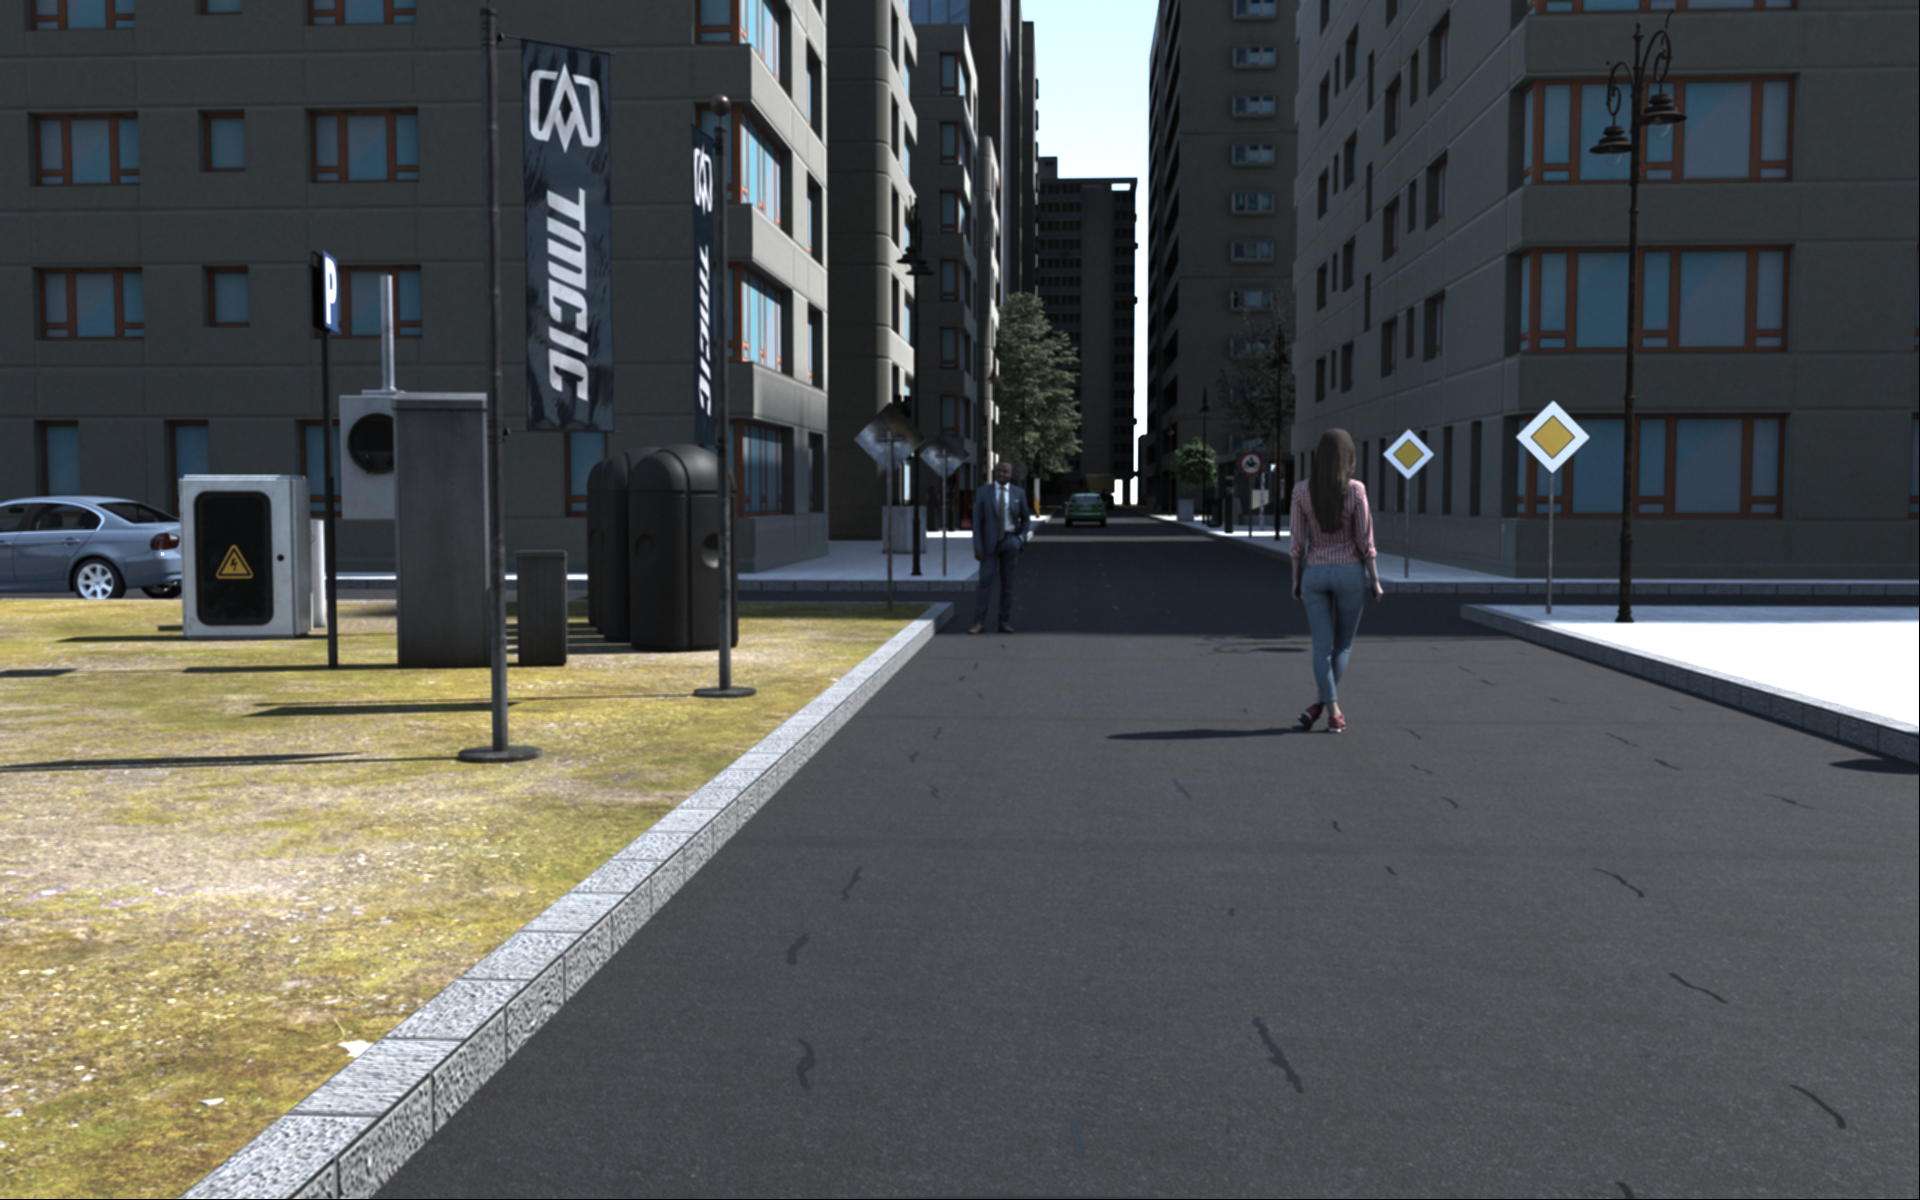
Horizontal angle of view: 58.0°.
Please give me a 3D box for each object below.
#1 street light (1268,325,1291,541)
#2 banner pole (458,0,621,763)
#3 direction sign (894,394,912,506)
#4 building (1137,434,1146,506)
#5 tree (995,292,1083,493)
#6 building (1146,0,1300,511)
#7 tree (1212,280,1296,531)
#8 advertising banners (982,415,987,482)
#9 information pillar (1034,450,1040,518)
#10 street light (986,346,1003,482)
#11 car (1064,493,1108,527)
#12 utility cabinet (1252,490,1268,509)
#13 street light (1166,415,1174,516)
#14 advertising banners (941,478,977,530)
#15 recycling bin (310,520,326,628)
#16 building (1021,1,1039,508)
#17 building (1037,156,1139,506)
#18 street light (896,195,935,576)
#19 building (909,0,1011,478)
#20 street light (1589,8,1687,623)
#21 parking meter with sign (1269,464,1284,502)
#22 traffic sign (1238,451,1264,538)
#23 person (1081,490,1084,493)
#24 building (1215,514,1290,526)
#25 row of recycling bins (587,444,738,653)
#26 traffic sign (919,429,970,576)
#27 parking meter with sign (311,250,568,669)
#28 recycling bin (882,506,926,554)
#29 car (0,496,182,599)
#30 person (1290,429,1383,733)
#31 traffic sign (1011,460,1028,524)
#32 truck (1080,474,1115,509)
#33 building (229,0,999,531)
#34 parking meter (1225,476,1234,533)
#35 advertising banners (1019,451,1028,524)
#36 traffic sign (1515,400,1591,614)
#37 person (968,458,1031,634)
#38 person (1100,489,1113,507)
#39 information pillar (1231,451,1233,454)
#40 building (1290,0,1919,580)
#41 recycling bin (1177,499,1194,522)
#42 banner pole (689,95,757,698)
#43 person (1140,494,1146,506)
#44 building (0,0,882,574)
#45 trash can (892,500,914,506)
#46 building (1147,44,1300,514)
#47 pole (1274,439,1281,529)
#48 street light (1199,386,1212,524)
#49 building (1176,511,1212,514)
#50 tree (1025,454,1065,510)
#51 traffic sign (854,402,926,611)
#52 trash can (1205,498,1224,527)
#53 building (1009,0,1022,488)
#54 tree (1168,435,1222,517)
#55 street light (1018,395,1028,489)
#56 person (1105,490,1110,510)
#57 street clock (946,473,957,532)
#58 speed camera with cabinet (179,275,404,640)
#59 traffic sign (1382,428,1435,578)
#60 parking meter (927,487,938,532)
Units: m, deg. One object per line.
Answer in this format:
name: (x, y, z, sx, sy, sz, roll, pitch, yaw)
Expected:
street light: (8.757, -4.577, 47.616, 0.468, 5.910, 1.993, 0, 4, 4)
banner pole: (-2.058, -1.129, 8.476, 0.863, 3.779, 0.401, -3, 4, -37)
direction sign: (-1.313, -2.921, 39.760, 0.379, 3.537, 0.876, 2, 4, 24)
building: (35.687, -53.872, 193.483, 31.000, 86.520, 22.319, 0, 4, 4)
tree: (3.125, -10.996, 97.914, 7.486, 12.596, 7.792, 0, 3, 0)
building: (28.914, -33.055, 164.154, 21.300, 48.544, 21.600, 0, 4, 4)
tree: (10.595, -6.736, 60.492, 4.360, 8.622, 3.978, 0, 3, 0)
advertising banners: (0.699, -2.643, 39.401, 0.090, 3.025, 2.074, 1, 4, 11)
information pillar: (4.097, -6.168, 92.202, 0.183, 3.616, 0.504, -1, 4, -22)
street light: (1.085, -4.992, 54.412, 0.468, 5.910, 1.993, 0, 4, 4)
car: (5.571, -4.143, 76.540, 1.959, 1.807, 4.718, 0, 4, 5)
utility cabinet: (15.501, -5.001, 90.444, 1.173, 1.500, 0.318, -1, 4, -18)
street light: (12.262, -7.844, 101.038, 0.468, 5.910, 1.993, 0, 4, 4)
advertising banners: (0.244, -3.997, 61.540, 2.074, 3.025, 0.090, 0, 4, -1)
recycling bin: (-6.569, -0.259, 16.791, 0.722, 1.027, 0.722, -2, 4, -25)
building: (-3.333, -33.203, 166.572, 21.600, 48.544, 21.300, 0, 4, 4)
building: (8.596, -31.194, 201.908, 23.993, 40.220, 32.217, 0, 4, 4)
street light: (-0.688, -3.326, 27.163, 0.468, 5.910, 1.993, 0, 4, 4)
building: (-4.012, -28.067, 109.010, 14.600, 45.320, 14.200, 0, 4, 4)
street light: (6.650, -2.714, 17.154, 0.468, 5.910, 1.993, 0, 4, 4)
parking meter with sign: (17.049, -5.778, 90.729, 0.543, 3.016, 1.738, -3, 5, -44)
traffic sign: (8.557, -3.111, 50.973, 0.768, 2.556, 0.104, 0, 4, 5)
person: (8.583, -6.858, 121.562, 0.756, 1.711, 0.436, -2, 4, -31)
building: (27.843, -23.432, 75.002, 32.217, 40.220, 23.993, 0, 4, 4)
row of recycling bins: (-2.783, -0.521, 15.638, 1.069, 1.692, 3.534, -1, 4, -19)
traffic sign: (-0.240, -1.426, 26.962, 0.795, 2.450, 0.064, 0, 4, 4)
parking meter with sign: (-3.817, -1.014, 12.845, 1.738, 3.016, 0.543, -1, 4, -10)
recycling bin: (-1.202, -1.521, 37.415, 0.722, 1.027, 0.722, 2, 4, 33)
car: (-12.204, -0.673, 23.009, 4.499, 1.417, 2.014, 0, 4, 5)
person: (2.270, -0.119, 10.448, 0.555, 1.821, 0.388, 1, 4, 10)
traffic sign: (2.185, -3.985, 65.259, 0.768, 2.556, 0.104, 1, 4, 13)
truck: (13.374, -10.433, 166.503, 3.469, 3.379, 9.791, 0, 4, 2)
building: (-12.680, -14.325, 79.247, 27.650, 21.520, 28.899, 0, 4, 4)
parking meter: (8.784, -3.107, 56.503, 0.255, 1.863, 0.399, 1, 4, 14)
advertising banners: (2.618, -4.582, 71.106, 0.090, 3.025, 2.074, 0, 4, -6)
traffic sign: (6.309, -0.909, 18.506, 0.795, 2.450, 0.064, 0, 4, 4)
person: (0.391, -0.567, 17.951, 0.721, 1.800, 0.419, -1, 4, -15)
person: (10.071, -6.902, 121.371, 1.348, 1.821, 0.705, -1, 4, -23)
information pillar: (14.857, -6.251, 93.552, 0.504, 3.616, 0.183, 1, 4, 12)
building: (23.756, -11.828, 38.427, 28.899, 21.520, 27.650, 0, 4, 4)
recycling bin: (10.561, -4.194, 81.121, 0.722, 1.027, 0.722, 0, 4, -2)
banner pole: (-1.536, -1.268, 10.746, 0.401, 3.779, 0.863, 0, 4, 8)
person: (19.408, -10.444, 182.517, 1.065, 1.426, 0.557, -2, 4, -32)
building: (-16.151, -12.081, 42.566, 27.650, 21.520, 28.899, 0, 4, 4)
trash can: (-1.500, -1.989, 44.179, 0.748, 1.137, 0.748, 0, 3, 0)
building: (31.836, -27.494, 141.412, 32.217, 40.220, 23.993, 0, 4, 4)
pole: (11.739, -4.289, 63.972, 0.158, 3.312, 0.155, 0, 3, 0)
street light: (10.460, -6.198, 74.128, 0.468, 5.910, 1.993, 0, 4, 4)
building: (25.143, -30.264, 118.521, 21.300, 48.544, 21.600, 0, 4, 4)
tree: (7.521, -10.237, 151.083, 4.285, 4.588, 4.351, 0, 3, 0)
traffic sign: (-0.769, -0.939, 18.994, 0.795, 2.450, 0.064, 0, 4, 4)
trash can: (9.804, -3.371, 66.765, 0.748, 1.137, 0.748, 0, 3, 0)
building: (-2.868, -26.888, 123.206, 14.154, 41.232, 14.086, 0, 4, 4)
tree: (13.089, -6.880, 96.200, 4.285, 4.588, 4.351, 0, 3, 0)
street light: (2.966, -6.623, 81.081, 0.468, 5.910, 1.993, 0, 4, 4)
person: (13.133, -8.974, 155.094, 0.709, 1.838, 0.599, 2, 4, 29)
street clock: (-0.286, -3.318, 58.813, 0.358, 2.002, 0.471, 1, 4, 18)
speed camera with cabinet: (-5.851, -1.294, 15.496, 2.038, 3.252, 0.660, 0, 4, -7)
traffic sign: (6.837, -1.396, 26.474, 0.795, 2.450, 0.064, 0, 4, 4)
parking meter: (-0.916, -3.075, 58.686, 0.372, 1.533, 0.369, 0, 3, 0)
